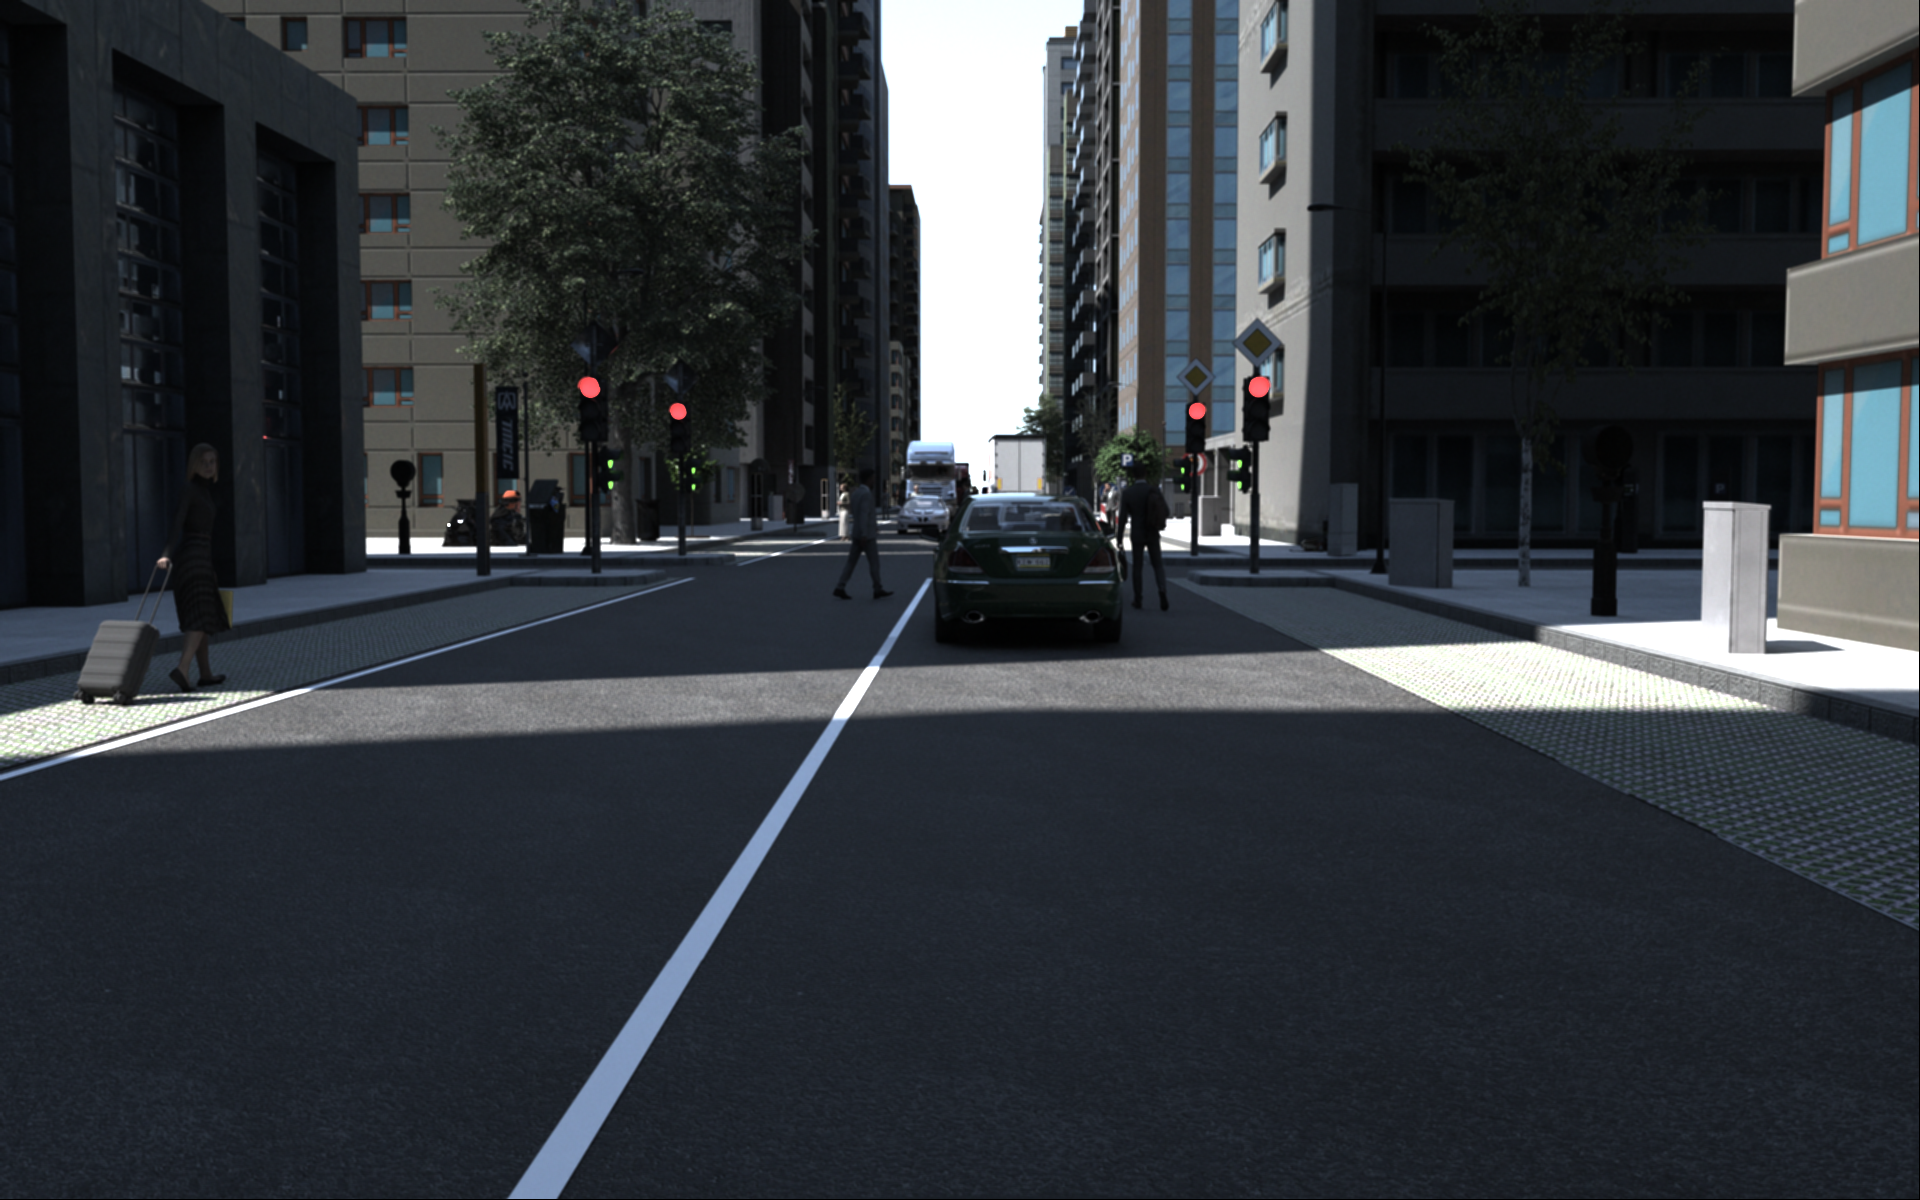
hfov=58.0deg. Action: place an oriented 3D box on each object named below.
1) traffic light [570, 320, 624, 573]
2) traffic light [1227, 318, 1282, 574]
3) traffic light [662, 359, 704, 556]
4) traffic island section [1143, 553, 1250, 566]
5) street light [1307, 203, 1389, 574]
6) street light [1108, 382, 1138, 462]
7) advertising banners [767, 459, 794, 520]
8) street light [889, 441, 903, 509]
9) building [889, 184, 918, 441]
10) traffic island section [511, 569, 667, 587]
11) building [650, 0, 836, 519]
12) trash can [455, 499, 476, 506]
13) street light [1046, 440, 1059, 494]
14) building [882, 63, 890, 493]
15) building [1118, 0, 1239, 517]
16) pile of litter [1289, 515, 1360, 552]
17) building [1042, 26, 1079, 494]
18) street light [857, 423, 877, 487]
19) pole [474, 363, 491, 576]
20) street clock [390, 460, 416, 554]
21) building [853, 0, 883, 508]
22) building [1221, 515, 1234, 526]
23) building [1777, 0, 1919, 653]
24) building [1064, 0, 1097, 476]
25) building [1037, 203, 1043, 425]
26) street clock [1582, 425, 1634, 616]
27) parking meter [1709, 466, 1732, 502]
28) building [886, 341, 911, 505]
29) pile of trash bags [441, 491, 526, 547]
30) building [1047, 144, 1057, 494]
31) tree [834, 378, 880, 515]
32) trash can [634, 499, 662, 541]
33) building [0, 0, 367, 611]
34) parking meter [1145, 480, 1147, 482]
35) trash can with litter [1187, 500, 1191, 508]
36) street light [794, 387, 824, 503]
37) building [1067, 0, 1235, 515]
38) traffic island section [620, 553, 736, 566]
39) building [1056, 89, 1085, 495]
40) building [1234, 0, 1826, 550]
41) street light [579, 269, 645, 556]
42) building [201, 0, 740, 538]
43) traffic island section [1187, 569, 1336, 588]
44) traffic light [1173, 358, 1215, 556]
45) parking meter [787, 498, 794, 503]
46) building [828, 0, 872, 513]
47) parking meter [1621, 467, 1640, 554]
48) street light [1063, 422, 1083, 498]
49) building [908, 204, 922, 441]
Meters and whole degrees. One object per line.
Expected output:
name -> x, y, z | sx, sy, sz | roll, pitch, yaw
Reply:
traffic light -> -5.879, -2.388, 27.963 | 0.839, 4.253, 0.868 | 0, 4, 1
traffic light -> 4.732, -2.380, 27.832 | 0.839, 4.253, 0.868 | 0, 4, 1
traffic light -> -5.767, -2.876, 35.947 | 0.839, 4.253, 0.868 | 0, 4, 1
traffic island section -> 4.883, -0.835, 35.930 | 2.009, 0.180, 2.903 | 0, 4, 1
street light -> 6.240, -3.380, 27.798 | 1.470, 5.913, 1.316 | 0, 4, 1
street light -> 6.838, -6.088, 72.082 | 1.470, 5.913, 1.316 | 0, 4, 1
advertising banners -> -8.867, -5.488, 85.910 | 0.090, 3.025, 2.074 | 2, 4, 35
street light -> -5.662, -10.990, 152.226 | 1.470, 5.913, 1.316 | 0, 4, 1
building -> -17.167, -35.713, 238.539 | 22.147, 44.769, 28.867 | 0, 4, 1
traffic island section -> -5.918, -0.356, 28.098 | 2.009, 0.180, 2.903 | 0, 4, 1
building -> -14.459, -19.759, 94.762 | 14.160, 30.474, 14.107 | 0, 4, 1
trash can -> -13.122, -2.125, 46.392 | 0.748, 1.137, 0.748 | 0, 3, 0
street light -> 7.862, -10.745, 148.221 | 1.470, 5.913, 1.316 | 0, 4, 1
building -> -14.411, -32.098, 174.909 | 14.600, 45.320, 14.200 | 0, 4, 1
building -> 16.869, -27.649, 102.177 | 14.600, 45.320, 14.200 | 0, 4, 1
pile of litter -> 8.176, -1.519, 38.808 | 1.719, 0.858, 1.176 | 0, 4, -2
building -> 21.231, -41.811, 225.613 | 21.231, 58.520, 28.212 | 0, 4, 1
street light -> -6.145, -8.614, 113.372 | 1.470, 5.913, 1.316 | 0, 4, 1
pole -> -7.495, -2.038, 27.161 | 0.158, 3.312, 0.155 | 0, 3, 0
street clock -> -11.893, -1.985, 37.032 | 0.471, 2.002, 0.358 | 1, 4, 8
building -> -18.188, -37.394, 153.390 | 21.231, 58.520, 28.212 | 0, 4, 1
building -> 21.009, -38.408, 66.222 | 20.563, 71.187, 20.611 | 0, 4, 1
building -> 21.424, -9.556, 1.279 | 27.650, 21.520, 28.899 | 0, 4, 1
building -> 21.641, -32.751, 155.088 | 23.786, 49.044, 30.456 | 0, 4, 1
building -> 22.621, -36.697, 254.617 | 22.147, 44.769, 28.867 | 0, 4, 1
street clock -> 6.789, -0.834, 18.204 | 0.471, 2.002, 0.358 | -1, 4, -14
parking meter -> 16.081, -1.893, 36.658 | 0.399, 1.863, 0.255 | 2, 4, 32
building -> -20.439, -22.350, 210.462 | 27.650, 21.520, 28.899 | 0, 4, 1
pile of trash bags -> -11.691, -2.067, 43.541 | 1.912, 1.369, 3.447 | 0, 4, 2
building -> 17.284, -31.895, 205.084 | 14.154, 41.232, 14.086 | 0, 4, 1
tree -> -7.420, -9.664, 108.361 | 4.737, 8.622, 4.395 | 0, 3, 0
trash can -> -8.532, -2.186, 47.399 | 0.748, 1.137, 0.748 | 0, 3, 0
building -> -25.471, -42.962, 15.095 | 31.000, 86.520, 22.319 | 0, 4, 1
parking meter -> 7.793, -4.185, 74.130 | 0.399, 1.863, 0.255 | 2, 4, 35
trash can with litter -> 11.118, -4.251, 80.884 | 0.624, 1.170, 1.055 | 3, 4, 36
street light -> -6.605, -6.277, 75.165 | 1.470, 5.913, 1.316 | 0, 4, 1
building -> 18.846, -42.245, 128.963 | 20.563, 71.187, 20.611 | 0, 4, 1
traffic island section -> -5.807, -0.844, 36.083 | 2.009, 0.180, 2.903 | 0, 4, 1
building -> 17.568, -30.246, 178.110 | 14.154, 41.232, 14.086 | 0, 4, 1
building -> 19.059, -25.981, 48.487 | 21.600, 48.544, 21.300 | 0, 4, 1
street light -> -7.196, -3.873, 35.858 | 1.470, 5.913, 1.316 | 0, 4, 1
building -> -24.103, -13.424, 64.524 | 27.650, 21.520, 28.899 | 0, 4, 1
traffic island section -> 4.772, -0.346, 27.945 | 2.009, 0.180, 2.903 | 0, 4, 1
traffic light -> 4.843, -2.868, 35.816 | 0.839, 4.253, 0.868 | 0, 4, 1
parking meter -> -8.030, -4.501, 82.005 | 0.372, 1.533, 0.369 | 0, 3, 0
building -> -17.903, -28.778, 125.151 | 22.147, 44.769, 28.867 | 0, 4, 1
parking meter -> 14.484, -1.939, 37.414 | 0.255, 1.863, 0.399 | 3, 4, 36
street light -> 7.306, -8.465, 110.936 | 1.470, 5.913, 1.316 | 0, 4, 1
building -> -12.949, -37.300, 259.959 | 14.600, 45.320, 14.200 | 0, 4, 1
